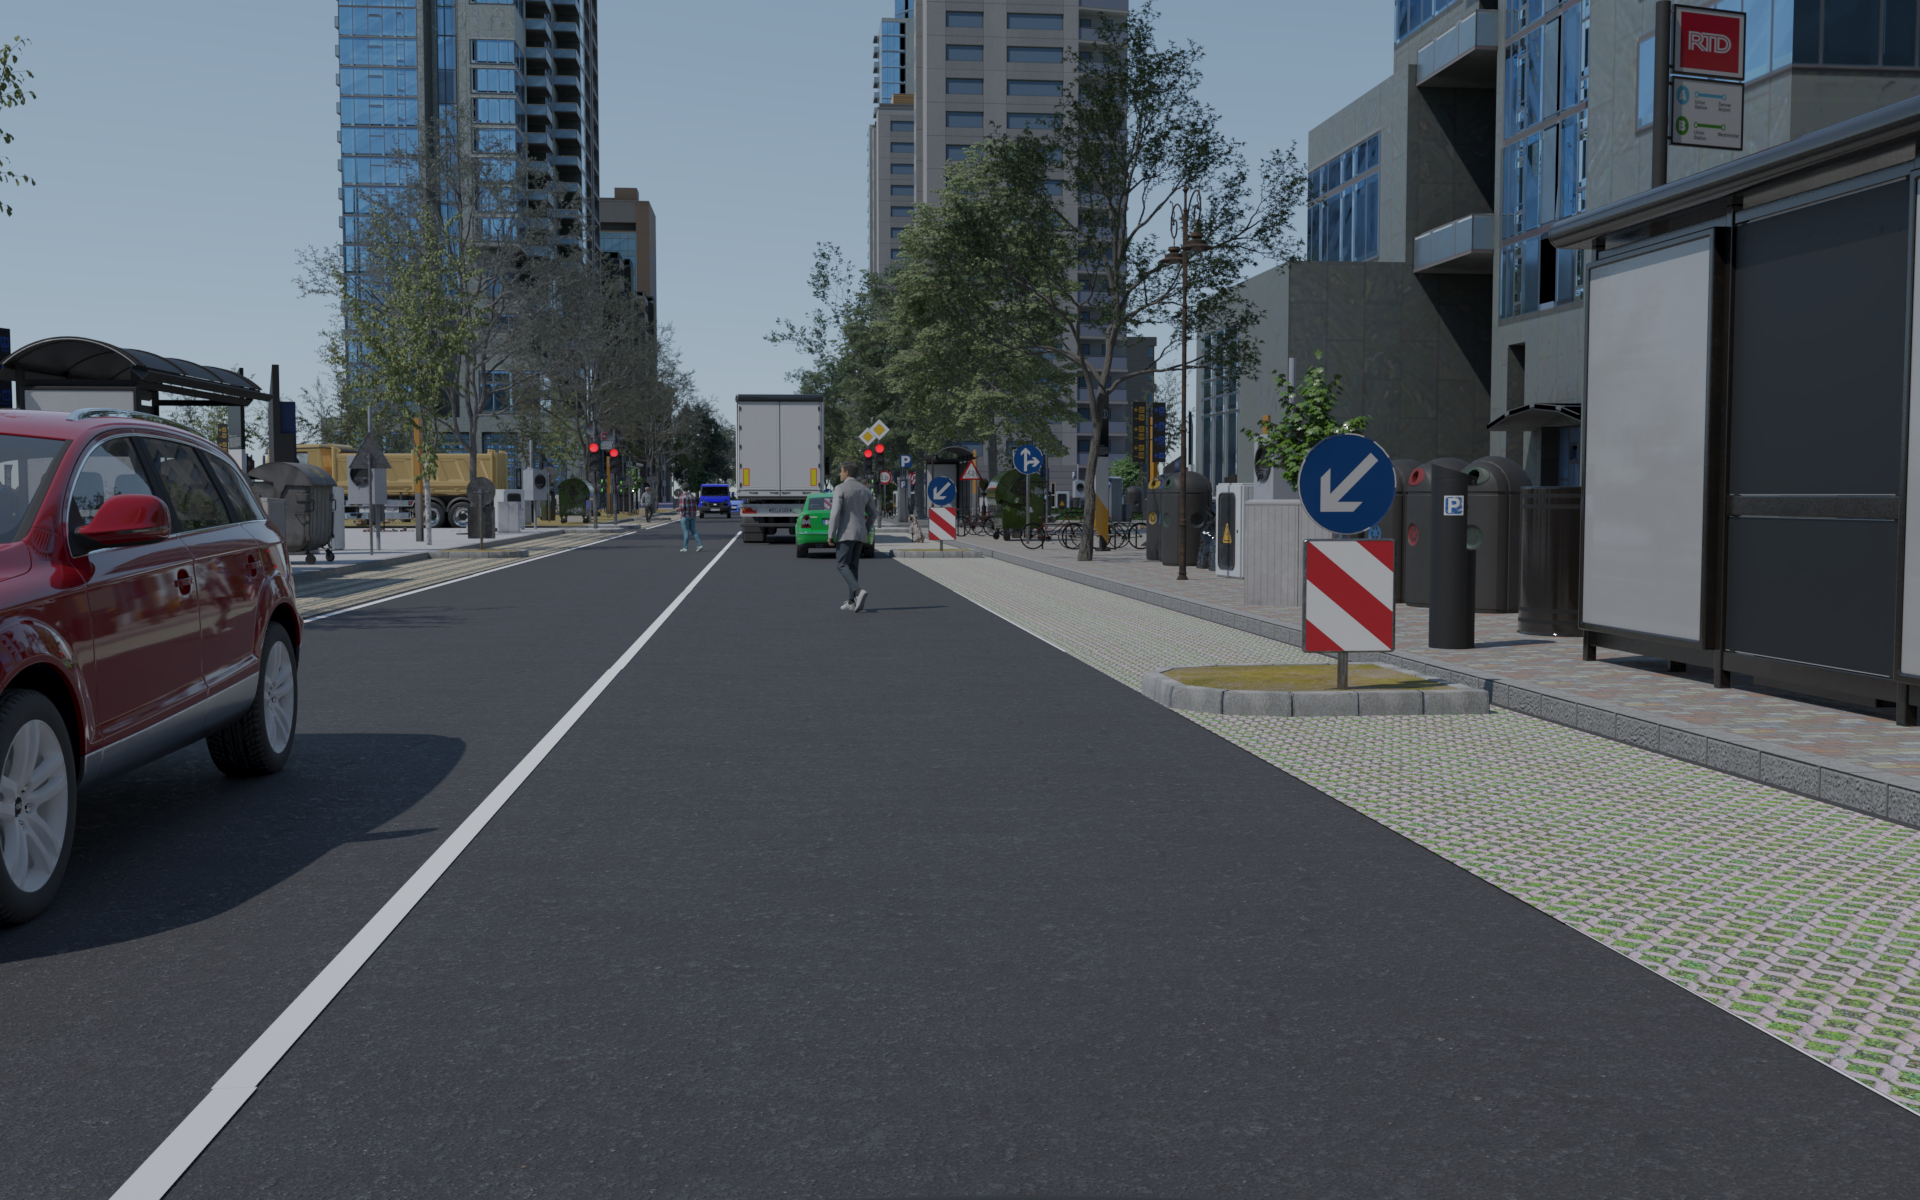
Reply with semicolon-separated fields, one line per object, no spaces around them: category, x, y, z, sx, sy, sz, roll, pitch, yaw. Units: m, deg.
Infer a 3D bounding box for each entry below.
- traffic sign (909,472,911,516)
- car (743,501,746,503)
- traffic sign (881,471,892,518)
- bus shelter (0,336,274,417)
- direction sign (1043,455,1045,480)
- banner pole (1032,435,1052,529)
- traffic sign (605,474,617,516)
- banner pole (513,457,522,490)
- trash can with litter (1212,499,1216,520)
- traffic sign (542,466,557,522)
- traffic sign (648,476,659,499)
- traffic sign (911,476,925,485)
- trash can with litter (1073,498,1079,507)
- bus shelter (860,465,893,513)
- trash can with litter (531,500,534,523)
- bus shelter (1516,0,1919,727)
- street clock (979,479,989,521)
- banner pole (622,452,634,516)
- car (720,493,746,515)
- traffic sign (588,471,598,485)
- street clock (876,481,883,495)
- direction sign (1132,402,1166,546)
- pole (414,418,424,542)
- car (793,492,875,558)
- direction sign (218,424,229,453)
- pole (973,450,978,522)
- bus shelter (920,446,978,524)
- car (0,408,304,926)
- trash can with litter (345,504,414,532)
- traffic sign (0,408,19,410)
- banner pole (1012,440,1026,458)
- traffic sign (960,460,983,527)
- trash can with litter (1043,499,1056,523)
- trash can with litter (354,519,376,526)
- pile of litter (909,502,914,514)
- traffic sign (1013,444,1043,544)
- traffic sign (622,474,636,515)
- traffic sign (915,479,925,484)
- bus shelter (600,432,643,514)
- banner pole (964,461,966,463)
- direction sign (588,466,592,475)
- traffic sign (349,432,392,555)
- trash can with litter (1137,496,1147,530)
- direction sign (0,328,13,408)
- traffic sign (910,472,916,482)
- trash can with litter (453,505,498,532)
traffic sign;-2.912;-6.215;101.617;0.884;2.594;0.081;0;4;-2
car;-22.398;-10.465;183.681;1.945;1.354;3.894;0;4;-4
traffic sign;-4.012;-5.646;92.414;0.768;2.556;0.104;0;4;2
bus shelter;-11.708;-1.900;24.985;2.014;3.302;5.546;0;4;-6
direction sign;4.496;-6.553;99.144;0.876;3.537;0.379;-2;4;-28
banner pole;2.962;-4.459;62.919;0.863;3.779;0.401;-2;4;-27
traffic sign;-20.091;-6.102;99.866;0.768;2.556;0.104;0;4;2
banner pole;-29.825;-7.742;116.605;0.401;3.779;0.863;3;4;37
trash can with litter;5.357;-1.495;35.831;0.624;1.170;1.055;1;4;11
traffic sign;-18.852;-4.852;79.437;0.768;2.556;0.104;0;4;2
traffic sign;-21.640;-7.479;122.394;0.768;2.556;0.104;0;4;2
traffic sign;-2.439;-6.096;99.669;0.884;2.594;0.081;0;4;-1
trash can with litter;7.470;-6.491;117.183;2.233;1.210;1.678;-1;4;-10
bus shelter;-5.772;-7.691;119.678;2.014;3.302;5.546;0;4;-6
trash can with litter;-19.214;-4.006;76.878;0.624;1.170;1.055;-3;4;-37
bus shelter;5.741;-2.092;11.830;2.179;5.291;8.768;0;4;-6
street clock;1.121;-4.690;81.257;0.358;2.002;0.471;-3;4;-36
banner pole;-21.090;-7.319;109.685;0.863;3.779;0.401;-2;4;-26
car;-16.048;-6.864;121.820;1.945;1.707;3.694;0;4;-8
traffic sign;-20.005;-5.798;94.909;0.768;2.556;0.104;0;4;0
street clock;-4.455;-5.550;95.319;0.471;2.002;0.358;0;4;-1
direction sign;4.655;-3.101;42.698;0.876;3.537;0.379;-1;4;-17
pole;-14.568;-3.228;46.627;0.158;3.312;0.155;0;3;0
car;-2.917;-1.930;40.356;1.959;1.807;4.718;0;4;-5
direction sign;-23.509;-3.907;55.876;0.876;3.537;0.379;1;4;12
pole;0.710;-5.255;79.755;0.158;3.312;0.155;0;3;0
bus shelter;-0.515;-5.003;75.715;2.014;3.302;5.546;0;4;-6
car;-4.305;0.084;7.301;2.281;1.827;5.304;0;4;-7
trash can with litter;-19.406;-2.926;58.899;1.678;1.210;2.233;3;4;37
traffic sign;-11.498;-1.133;20.648;0.606;2.300;0.079;0;4;-6
banner pole;2.796;-5.535;80.518;0.863;3.779;0.401;0;4;5
traffic sign;0.424;-4.011;65.579;0.884;2.594;0.081;0;4;3
trash can with litter;3.719;-3.968;76.264;0.624;1.170;1.055;3;5;43
trash can with litter;-24.069;-3.606;70.352;0.624;1.170;1.055;1;4;21
pile of litter;-2.958;-5.969;111.550;1.176;0.858;1.719;0;4;1
traffic sign;1.749;-2.718;44.550;0.768;2.556;0.104;0;4;3
traffic sign;-20.261;-6.492;106.148;0.884;2.594;0.081;0;4;-5
traffic sign;-2.160;-5.951;97.397;0.768;2.556;0.104;0;4;-1
bus shelter;-22.366;-8.369;114.467;2.179;5.291;8.768;0;4;-6
banner pole;-0.247;-6.404;94.728;0.401;3.779;0.863;3;5;41
direction sign;-29.539;-8.945;138.245;0.876;3.537;0.379;1;4;9
traffic sign;-12.341;-2.218;36.260;0.884;2.594;0.081;0;4;-3
trash can with litter;7.337;-3.202;63.404;2.233;1.210;1.678;0;4;0
direction sign;-13.105;-1.919;23.372;0.379;3.537;0.876;1;4;13
traffic sign;-2.530;-6.132;100.357;0.768;2.556;0.104;0;4;-1
trash can with litter;-16.315;-2.955;59.378;1.678;1.210;2.233;-3;5;-43
